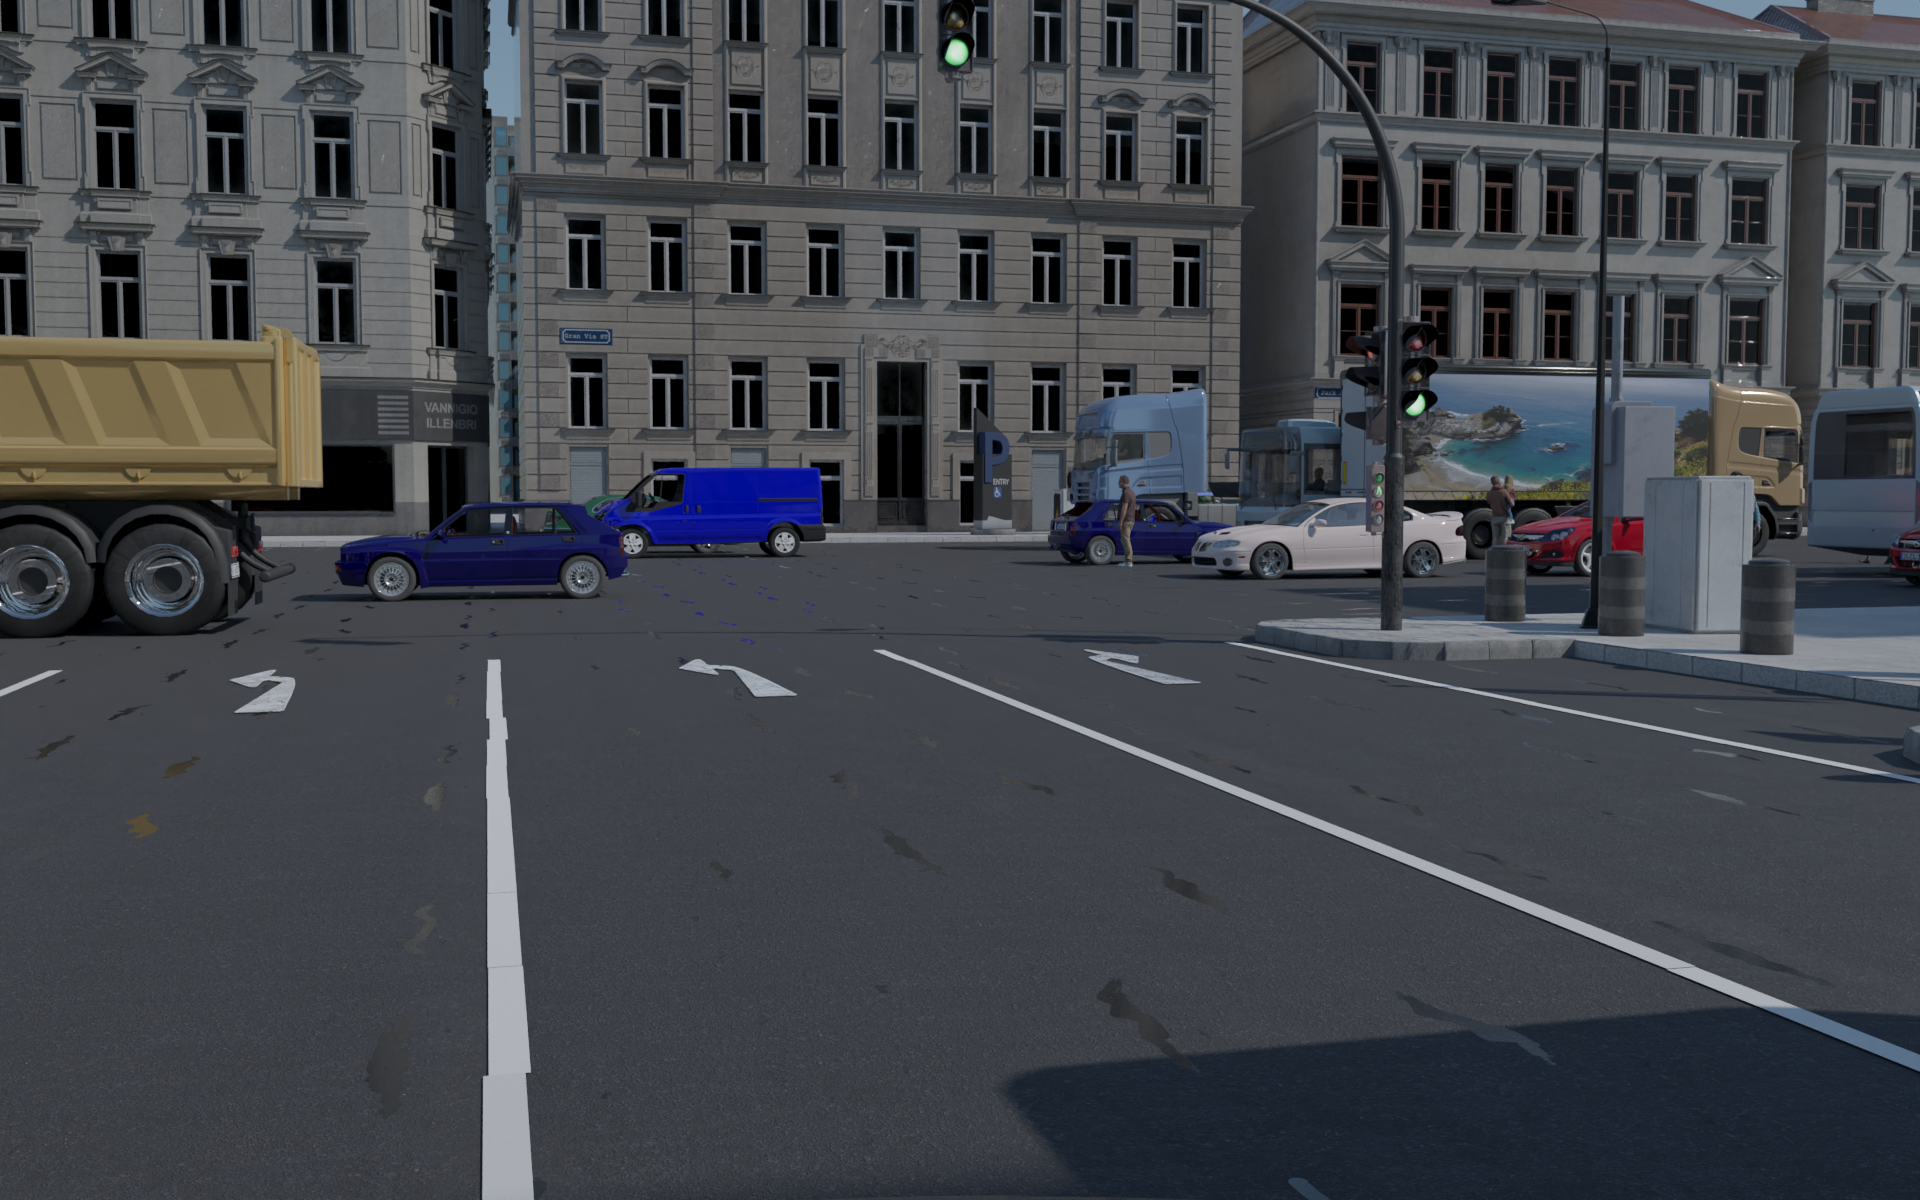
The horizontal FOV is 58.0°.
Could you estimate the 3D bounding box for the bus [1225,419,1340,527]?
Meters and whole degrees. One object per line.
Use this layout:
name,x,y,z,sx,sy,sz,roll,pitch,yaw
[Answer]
bus,12.455,-2.888,42.074,13.247,3.499,2.948,-1,4,-16

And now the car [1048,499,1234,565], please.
car,3.862,-1.429,35.938,3.894,1.354,1.945,-1,4,-16

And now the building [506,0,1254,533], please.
building,-3.386,-16.188,61.937,25.104,27.353,12.463,-1,4,-15

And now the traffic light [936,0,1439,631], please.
traffic light,2.040,-2.500,15.550,4.771,5.953,1.251,-1,4,-15

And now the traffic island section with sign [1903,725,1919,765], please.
traffic island section with sign,6.121,-0.014,8.857,1.989,1.847,2.006,-1,4,-15

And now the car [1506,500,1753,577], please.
car,11.958,-1.347,31.056,4.494,1.783,2.155,-1,4,-16

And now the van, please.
van,-5.759,-2.147,39.490,5.245,2.365,2.240,-1,4,-15

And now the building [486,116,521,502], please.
building,-69.190,-36.393,214.625,30.456,49.044,23.786,-1,4,-15

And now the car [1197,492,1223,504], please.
car,7.055,-2.541,51.143,1.945,1.707,3.694,-1,4,-15

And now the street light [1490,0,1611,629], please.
street light,5.559,-2.675,16.277,1.470,5.913,1.316,-1,4,-15

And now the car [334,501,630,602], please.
car,-6.611,-0.704,24.090,3.894,1.354,1.945,-1,4,-14

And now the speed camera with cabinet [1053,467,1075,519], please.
speed camera with cabinet,3.569,-3.753,55.702,0.660,3.252,2.038,-1,4,-15

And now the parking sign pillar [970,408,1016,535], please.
parking sign pillar,1.034,-4.037,54.475,1.447,3.967,1.447,-3,5,-43

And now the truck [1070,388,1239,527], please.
truck,11.551,-3.467,46.442,18.799,4.110,2.967,-1,4,-14

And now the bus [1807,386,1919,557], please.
bus,22.132,-2.277,32.096,13.247,3.499,2.948,-1,4,-16

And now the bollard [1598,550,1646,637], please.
bollard,6.012,-0.062,15.729,0.404,0.777,0.398,0,3,0

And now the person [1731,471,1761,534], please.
person,13.260,-1.282,29.488,0.660,1.820,0.620,1,4,19

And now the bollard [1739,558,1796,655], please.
bollard,6.501,0.047,13.941,0.404,0.777,0.398,0,3,0

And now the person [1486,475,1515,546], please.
person,11.294,-1.686,36.049,0.580,1.828,0.573,-1,4,-9

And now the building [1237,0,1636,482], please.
building,20.543,-14.163,67.714,21.152,22.565,11.583,-1,4,-15

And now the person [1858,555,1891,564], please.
person,18.996,-1.629,35.358,0.699,1.804,1.509,-1,4,-17

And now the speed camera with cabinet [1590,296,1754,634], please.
speed camera with cabinet,6.852,-1.370,16.737,0.660,3.252,2.038,0,4,-7

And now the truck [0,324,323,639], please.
truck,-11.804,-1.329,17.657,9.791,3.379,3.469,-1,4,-14

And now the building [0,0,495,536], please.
building,-37.474,-17.057,55.295,44.131,29.872,17.030,-1,4,-15

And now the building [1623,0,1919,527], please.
building,41.053,-14.509,73.372,21.152,22.565,11.583,-1,4,-15

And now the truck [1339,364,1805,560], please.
truck,14.324,-3.093,39.480,11.283,4.237,2.839,-1,4,-14

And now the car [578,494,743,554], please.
car,-7.702,-1.861,42.221,4.920,1.459,2.131,-1,4,-14

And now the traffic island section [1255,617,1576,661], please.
traffic island section,4.077,0.362,16.362,2.009,0.180,2.903,-1,4,-15

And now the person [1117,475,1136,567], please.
person,3.255,-1.564,34.202,0.434,1.807,0.598,2,4,33

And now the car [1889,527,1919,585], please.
car,16.669,-1.094,26.922,4.494,1.783,2.155,-1,4,-15

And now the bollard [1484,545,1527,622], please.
bollard,5.522,-0.172,17.526,0.404,0.777,0.398,0,3,0

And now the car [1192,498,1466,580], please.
car,6.388,-1.084,30.081,4.827,1.381,2.083,-1,4,-14
